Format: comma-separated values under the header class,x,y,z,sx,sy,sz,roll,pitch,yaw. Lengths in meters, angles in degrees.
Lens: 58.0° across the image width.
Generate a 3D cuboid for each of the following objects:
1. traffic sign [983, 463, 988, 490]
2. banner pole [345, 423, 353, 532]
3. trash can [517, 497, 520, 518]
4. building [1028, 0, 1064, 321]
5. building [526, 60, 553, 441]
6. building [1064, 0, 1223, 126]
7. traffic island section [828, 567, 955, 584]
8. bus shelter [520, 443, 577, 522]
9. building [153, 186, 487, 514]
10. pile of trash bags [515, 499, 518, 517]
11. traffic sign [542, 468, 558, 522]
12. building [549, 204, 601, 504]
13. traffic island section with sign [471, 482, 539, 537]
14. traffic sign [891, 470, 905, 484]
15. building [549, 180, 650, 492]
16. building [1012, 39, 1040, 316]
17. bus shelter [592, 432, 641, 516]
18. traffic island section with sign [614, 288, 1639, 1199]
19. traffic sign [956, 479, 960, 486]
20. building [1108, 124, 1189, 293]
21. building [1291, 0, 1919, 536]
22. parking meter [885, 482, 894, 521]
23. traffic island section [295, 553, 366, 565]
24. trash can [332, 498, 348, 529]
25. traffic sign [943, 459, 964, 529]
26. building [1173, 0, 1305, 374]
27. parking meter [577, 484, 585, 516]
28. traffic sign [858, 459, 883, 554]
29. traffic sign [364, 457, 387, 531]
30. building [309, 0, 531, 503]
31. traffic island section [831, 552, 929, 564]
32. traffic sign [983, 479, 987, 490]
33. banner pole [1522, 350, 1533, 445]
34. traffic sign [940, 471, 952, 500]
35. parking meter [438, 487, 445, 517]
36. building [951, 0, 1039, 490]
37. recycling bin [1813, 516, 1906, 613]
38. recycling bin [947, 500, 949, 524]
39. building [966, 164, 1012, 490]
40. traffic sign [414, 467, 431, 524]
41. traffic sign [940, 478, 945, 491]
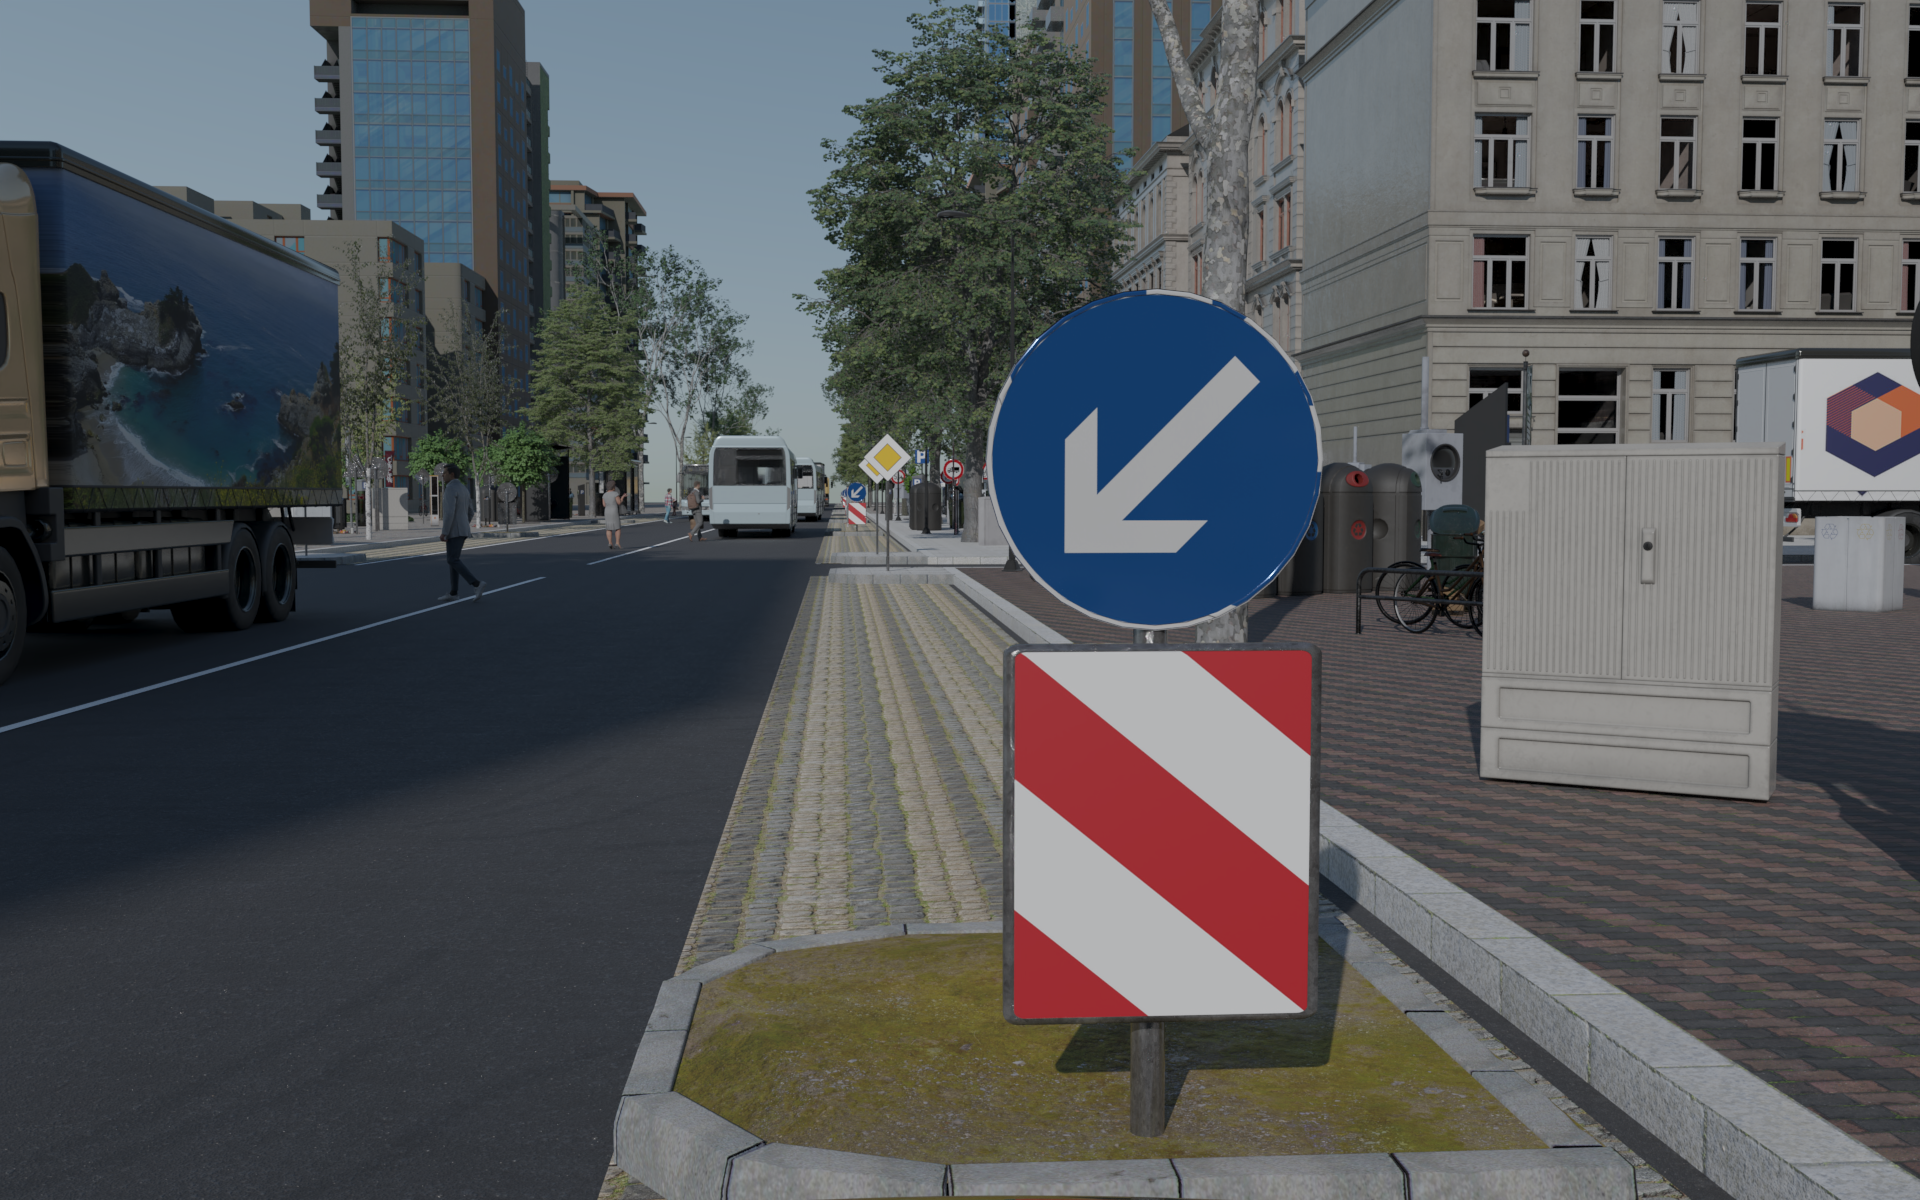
class,x,y,z,sx,sy,sz,roll,pitch,yaw
traffic sign,1.029,-3.869,63.268,0.884,2.594,0.081,0,4,-2
banner pole,-20.945,-4.240,59.343,0.401,3.779,0.863,-2,4,-34
trash can,-23.478,-4.984,93.138,0.748,1.137,0.748,0,3,0
building,17.611,-32.168,145.550,23.786,49.044,30.456,0,4,-4
building,-45.616,-29.061,158.743,14.154,41.232,14.086,0,4,-4
building,15.097,-28.932,123.148,14.600,45.320,14.200,0,4,-4
traffic island section,-1.179,-0.401,28.836,2.009,0.180,2.903,0,4,-4
bus shelter,-19.579,-5.583,82.558,1.731,3.624,6.357,0,4,-4
building,-50.667,-17.015,123.231,27.650,21.520,28.899,0,4,-4
pile of trash bags,-24.217,-5.393,97.929,1.912,1.369,3.447,-1,4,-14
traffic sign,-18.593,-4.789,78.413,0.768,2.556,0.104,0,4,0
building,-58.842,-32.141,217.391,32.217,40.220,23.993,0,4,-4
traffic island section with sign,-15.149,-3.008,57.802,1.989,1.847,2.006,0,4,-4
traffic sign,-3.178,-5.450,89.206,0.768,2.556,0.104,0,4,3
building,-55.922,-36.047,243.986,22.147,44.769,28.867,0,4,-4
building,12.625,-31.656,167.694,14.600,45.320,14.200,0,4,-4
bus shelter,-20.827,-7.763,104.548,2.179,5.291,8.768,0,4,-4
traffic island section with sign,0.225,0.274,4.145,1.989,1.847,2.006,0,4,-4
traffic sign,-0.399,-6.836,111.866,0.768,2.556,0.104,0,4,-3
building,15.300,-16.787,103.339,11.050,23.489,19.941,0,4,-4
building,27.850,-13.888,60.360,30.059,22.955,16.112,0,4,-4
parking meter,-3.420,-4.778,83.828,0.399,1.863,0.255,0,4,1
traffic island section,-13.599,-0.838,35.979,2.009,0.180,2.903,0,4,-4
trash can,-22.679,-3.149,63.143,0.748,1.137,0.748,0,3,0
traffic sign,-0.233,-3.866,63.314,0.768,2.556,0.104,0,4,3
building,19.013,-17.999,81.681,14.401,28.519,23.554,0,4,-4
parking meter,-22.136,-5.841,101.214,0.399,1.863,0.255,-2,4,-34
traffic sign,-1.759,-2.023,36.723,0.795,2.450,0.064,0,4,-4
traffic sign,-20.048,-3.628,59.426,0.768,2.556,0.104,0,4,-2
building,-44.282,-30.242,144.560,14.600,45.320,14.200,0,4,-4
traffic island section,-1.736,-0.888,36.802,2.009,0.180,2.903,0,4,-4
traffic sign,1.259,-4.938,80.846,0.768,2.556,0.104,0,3,0
banner pole,9.773,-2.439,29.889,0.401,3.779,0.863,0,4,8
traffic sign,-0.606,-5.308,86.896,0.768,2.556,0.104,0,4,-3
parking meter,-28.320,-5.435,94.576,0.399,1.863,0.255,-3,4,-38
building,10.290,-57.631,254.939,22.319,86.520,31.000,0,4,-4
recycling bin,9.956,-0.405,19.183,0.722,1.027,0.722,-3,5,-43
recycling bin,-0.096,-3.733,73.595,0.722,1.027,0.722,-1,4,-23
building,12.196,-34.971,226.395,22.147,44.769,28.867,0,4,-4
traffic sign,-23.146,-4.494,74.660,0.795,2.450,0.064,0,4,3
traffic sign,-1.069,-5.862,97.967,0.606,2.300,0.079,0,4,-1
